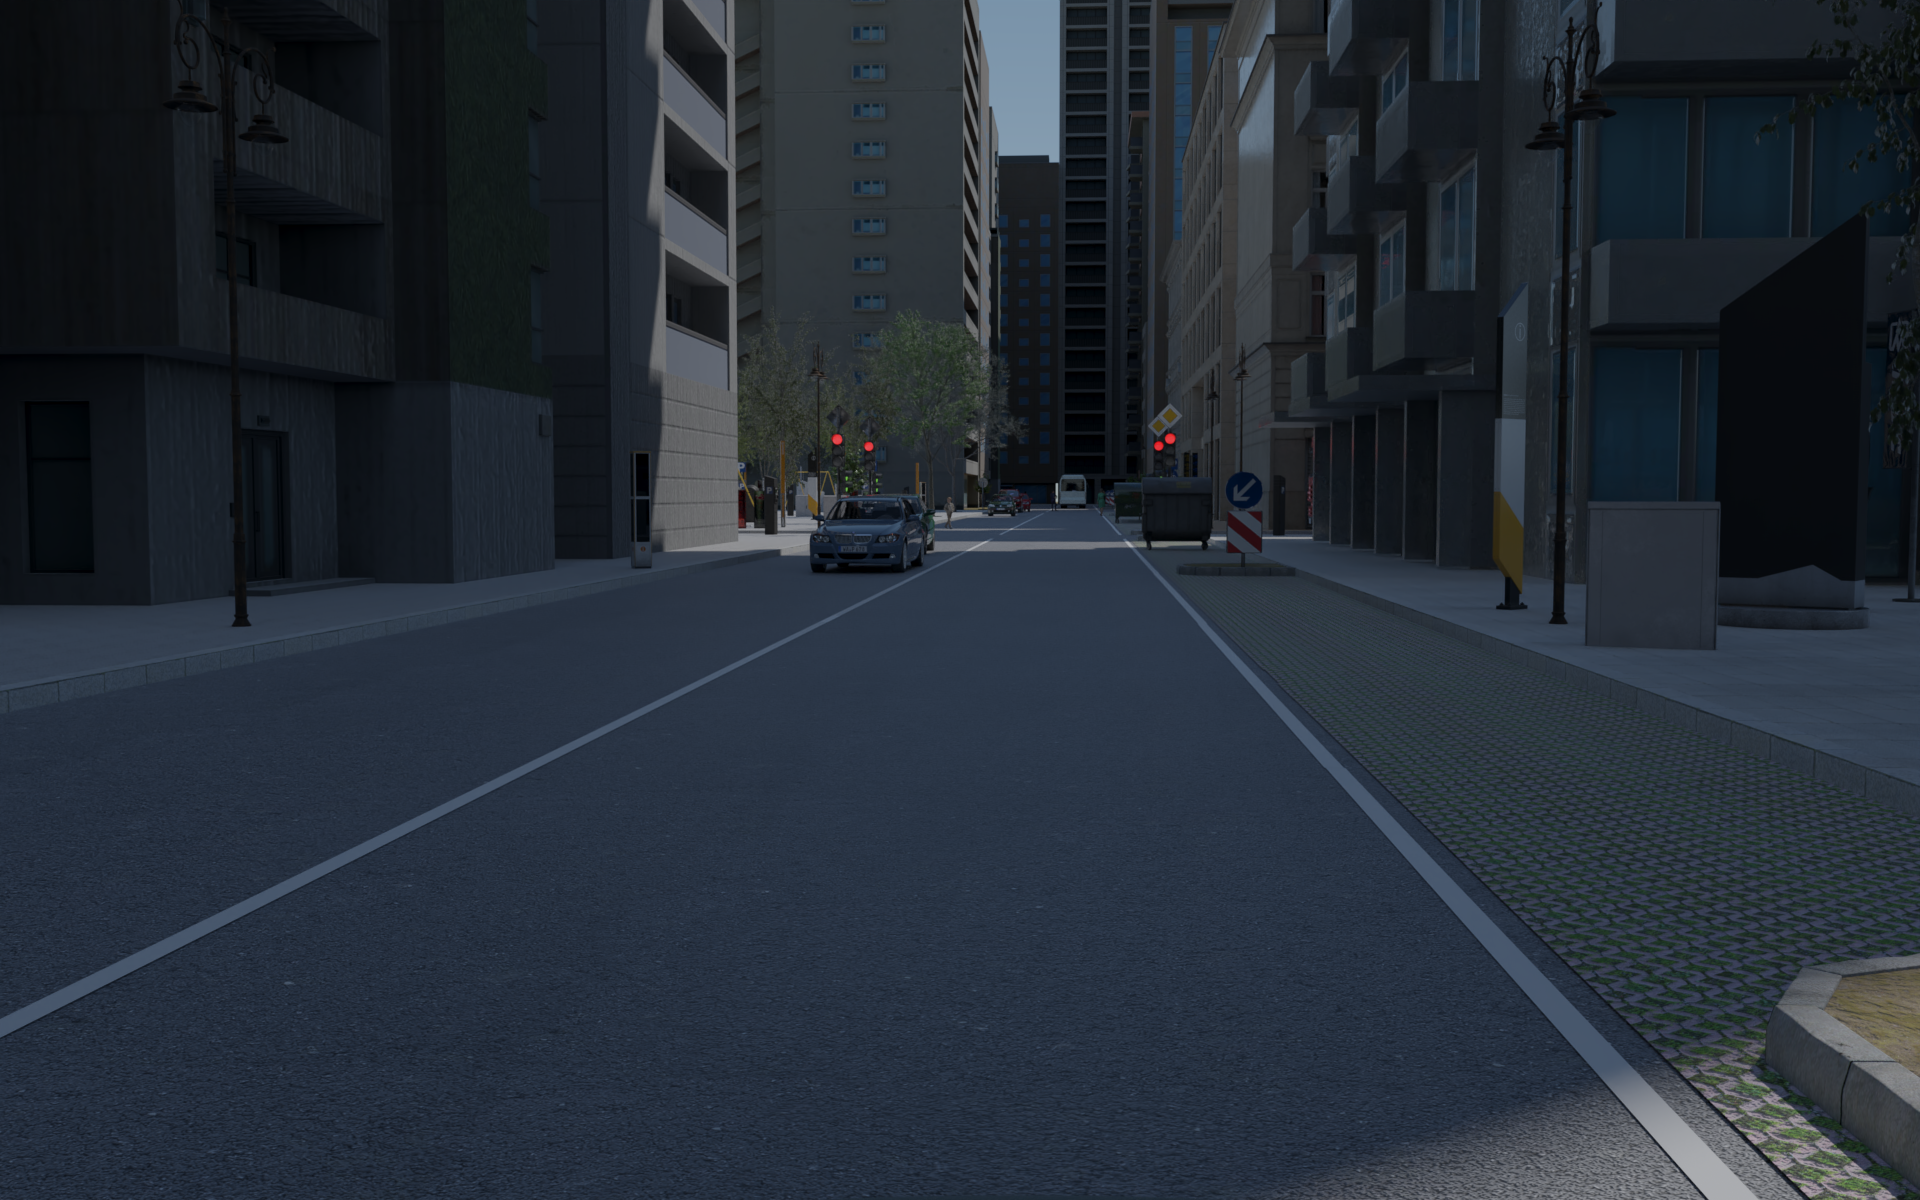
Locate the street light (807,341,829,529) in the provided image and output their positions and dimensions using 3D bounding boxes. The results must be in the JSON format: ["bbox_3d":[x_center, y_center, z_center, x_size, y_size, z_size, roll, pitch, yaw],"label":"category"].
[{"bbox_3d":[-4.282,-4.875,52.499,0.468,5.910,1.993,0,4,4],"label":"street light"}]

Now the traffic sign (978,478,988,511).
[{"bbox_3d":[1.781,-8.226,134.597,0.768,2.556,0.104,1,4,14],"label":"traffic sign"}]

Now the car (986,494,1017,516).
[{"bbox_3d":[2.715,-6.258,112.110,2.009,1.686,4.222,0,4,4],"label":"car"}]

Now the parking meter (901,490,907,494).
[{"bbox_3d":[-3.547,-6.216,110.048,0.372,1.533,0.369,0,3,0],"label":"parking meter"}]

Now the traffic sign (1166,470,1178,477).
[{"bbox_3d":[10.555,-5.312,86.959,0.768,2.556,0.104,1,4,10],"label":"traffic sign"}]

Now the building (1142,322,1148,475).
[{"bbox_3d":[31.968,-19.704,167.203,27.650,21.520,28.899,0,4,4],"label":"building"}]

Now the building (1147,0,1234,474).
[{"bbox_3d":[23.027,-30.302,145.545,14.600,45.320,14.200,0,4,4],"label":"building"}]

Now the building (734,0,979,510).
[{"bbox_3d":[-9.622,-32.076,148.144,21.300,48.544,21.600,0,4,4],"label":"building"}]

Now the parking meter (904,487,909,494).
[{"bbox_3d":[-4.161,-7.849,134.036,0.399,1.863,0.255,1,4,15],"label":"parking meter"}]

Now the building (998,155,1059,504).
[{"bbox_3d":[5.955,-35.360,228.251,14.200,45.320,14.600,0,4,4],"label":"building"}]

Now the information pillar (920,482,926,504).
[{"bbox_3d":[-2.314,-6.316,107.758,0.304,2.012,0.304,-1,4,-21],"label":"information pillar"}]

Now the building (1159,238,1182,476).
[{"bbox_3d":[20.659,-17.691,125.409,11.583,22.565,21.152,0,4,4],"label":"building"}]

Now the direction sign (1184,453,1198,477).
[{"bbox_3d":[12.599,-6.277,94.627,0.876,3.537,0.379,-2,4,-24],"label":"direction sign"}]

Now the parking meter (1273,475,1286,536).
[{"bbox_3d":[9.870,-2.926,53.550,0.255,1.863,0.399,3,4,37],"label":"parking meter"}]

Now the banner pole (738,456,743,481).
[{"bbox_3d":[-14.556,-7.640,114.923,0.401,3.779,0.863,1,4,22],"label":"banner pole"}]

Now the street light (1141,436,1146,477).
[{"bbox_3d":[14.360,-9.979,135.948,0.468,5.910,1.993,0,4,4],"label":"street light"}]

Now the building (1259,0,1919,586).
[{"bbox_3d":[19.159,-25.424,35.299,23.786,49.044,30.456,0,4,4],"label":"building"}]

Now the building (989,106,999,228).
[{"bbox_3d":[-6.545,-35.365,201.914,21.600,48.544,21.300,0,4,4],"label":"building"}]

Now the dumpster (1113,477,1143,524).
[{"bbox_3d":[8.412,-4.830,83.922,1.985,2.255,1.502,0,4,3],"label":"dumpster"}]

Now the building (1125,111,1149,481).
[{"bbox_3d":[29.936,-33.083,195.538,22.147,44.769,28.867,0,4,4],"label":"building"}]

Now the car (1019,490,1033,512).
[{"bbox_3d":[4.806,-8.021,140.191,2.155,1.783,4.494,0,4,2],"label":"car"}]

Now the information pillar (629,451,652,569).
[{"bbox_3d":[-5.502,-1.551,29.848,0.304,2.012,0.304,-2,4,-24],"label":"information pillar"}]

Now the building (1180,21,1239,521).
[{"bbox_3d":[23.086,-17.917,97.451,19.350,26.468,34.151,0,4,4],"label":"building"}]

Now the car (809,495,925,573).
[{"bbox_3d":[-1.712,-1.295,33.178,2.014,1.417,4.499,0,4,5],"label":"car"}]

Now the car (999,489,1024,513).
[{"bbox_3d":[3.805,-7.635,133.499,2.281,1.827,5.304,0,4,4],"label":"car"}]

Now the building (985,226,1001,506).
[{"bbox_3d":[-3.122,-25.018,180.741,14.160,30.474,14.107,0,4,4],"label":"building"}]

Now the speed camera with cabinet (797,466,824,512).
[{"bbox_3d":[-10.652,-7.900,123.504,2.038,3.252,0.660,2,4,29],"label":"speed camera with cabinet"}]

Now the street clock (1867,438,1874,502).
[{"bbox_3d":[9.832,-0.885,19.034,0.358,2.002,0.471,2,4,23],"label":"street clock"}]

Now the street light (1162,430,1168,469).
[{"bbox_3d":[11.802,-7.784,100.057,0.468,5.910,1.993,0,4,4],"label":"street light"}]

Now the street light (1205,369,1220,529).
[{"bbox_3d":[9.328,-5.589,64.160,0.468,5.910,1.993,0,4,4],"label":"street light"}]

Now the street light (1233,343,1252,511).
[{"bbox_3d":[8.611,-4.906,53.002,0.468,5.910,1.993,0,4,4],"label":"street light"}]

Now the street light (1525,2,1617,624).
[{"bbox_3d":[5.917,-2.701,16.950,0.468,5.910,1.993,0,4,4],"label":"street light"}]

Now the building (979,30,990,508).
[{"bbox_3d":[-4.502,-31.551,165.977,14.600,45.320,14.200,0,4,4],"label":"building"}]

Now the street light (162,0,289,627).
[{"bbox_3d":[-6.968,-2.681,16.617,0.468,5.910,1.993,0,4,4],"label":"street light"}]

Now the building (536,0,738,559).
[{"bbox_3d":[-20.308,-30.570,41.815,28.212,58.520,21.231,0,4,4],"label":"building"}]

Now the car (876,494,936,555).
[{"bbox_3d":[-1.622,-1.882,42.568,2.131,1.459,4.920,0,4,3],"label":"car"}]

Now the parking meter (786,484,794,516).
[{"bbox_3d":[-9.914,-5.832,101.061,0.399,1.863,0.255,-1,4,-19],"label":"parking meter"}]

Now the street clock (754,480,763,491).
[{"bbox_3d":[-10.442,-5.229,90.063,0.471,2.002,0.358,2,4,35],"label":"street clock"}]

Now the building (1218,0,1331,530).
[{"bbox_3d":[25.803,-14.343,67.797,30.059,22.955,16.112,0,4,4],"label":"building"}]

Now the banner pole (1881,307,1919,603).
[{"bbox_3d":[11.314,-1.880,20.756,0.401,3.779,0.863,0,4,-5],"label":"banner pole"}]

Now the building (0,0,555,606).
[{"bbox_3d":[-14.394,-15.325,22.269,14.160,30.474,14.107,0,4,4],"label":"building"}]

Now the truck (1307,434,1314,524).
[{"bbox_3d":[16.625,-4.182,57.288,11.283,4.237,2.839,0,4,6],"label":"truck"}]

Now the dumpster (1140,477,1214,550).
[{"bbox_3d":[5.536,-2.209,44.330,1.865,1.857,1.264,0,4,5],"label":"dumpster"}]

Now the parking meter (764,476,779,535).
[{"bbox_3d":[-5.942,-2.989,54.585,0.399,1.863,0.255,1,4,18],"label":"parking meter"}]

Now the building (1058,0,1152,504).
[{"bbox_3d":[23.503,-48.355,228.862,20.611,71.187,20.563,0,4,4],"label":"building"}]

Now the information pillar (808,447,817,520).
[{"bbox_3d":[-7.302,-5.783,85.899,0.504,3.616,0.183,1,4,22],"label":"information pillar"}]
